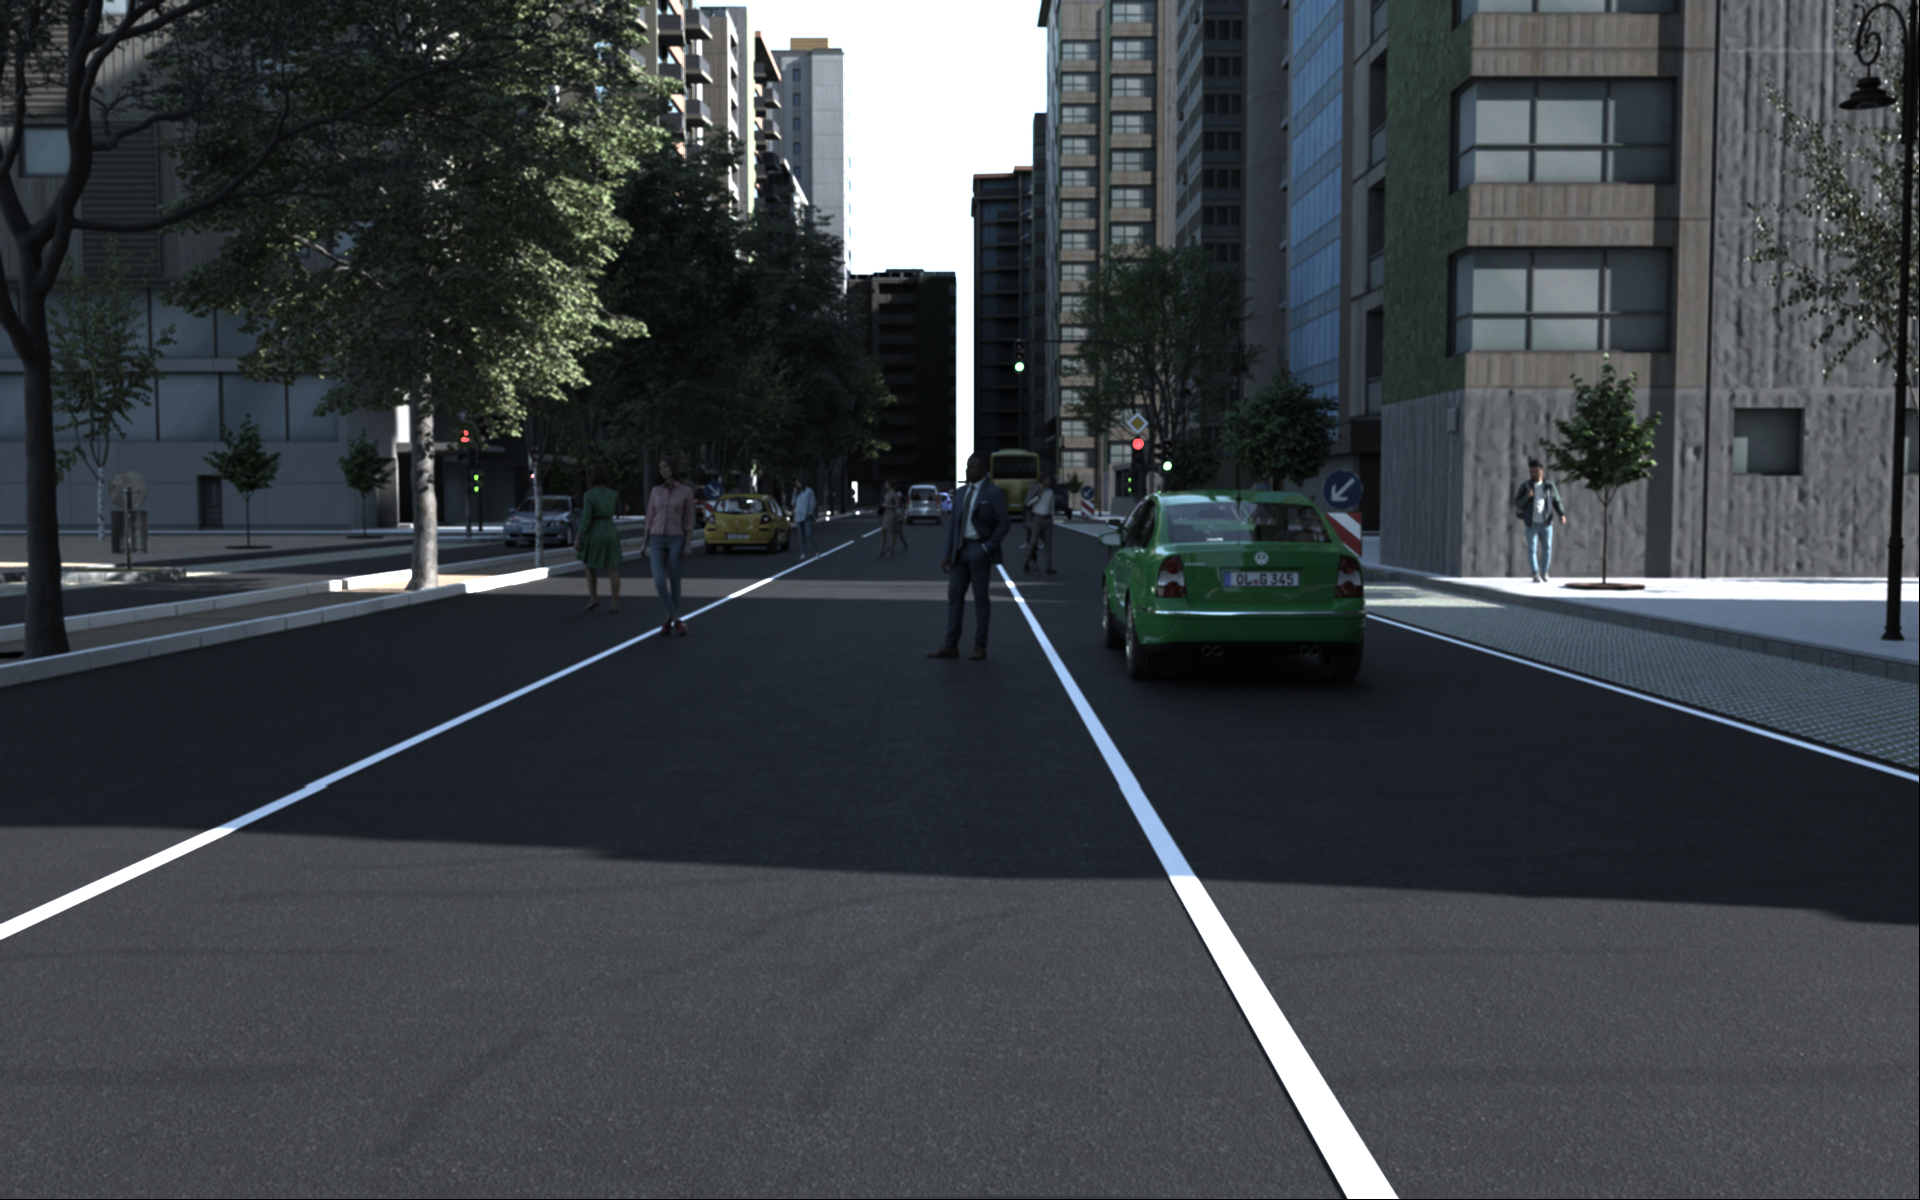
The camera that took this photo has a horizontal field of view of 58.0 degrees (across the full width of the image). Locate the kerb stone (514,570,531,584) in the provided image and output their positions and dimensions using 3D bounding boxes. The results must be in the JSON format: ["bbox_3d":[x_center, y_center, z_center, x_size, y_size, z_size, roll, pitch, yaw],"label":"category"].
[{"bbox_3d":[-7.161,-0.350,27.972,0.120,0.150,1.000,0,3,0],"label":"kerb stone"}]

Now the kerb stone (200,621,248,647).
[{"bbox_3d":[-7.145,0.338,16.675,0.120,0.150,1.000,0,3,0],"label":"kerb stone"}]

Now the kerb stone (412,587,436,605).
[{"bbox_3d":[-7.154,-0.038,22.839,0.120,0.150,1.000,0,3,0],"label":"kerb stone"}]

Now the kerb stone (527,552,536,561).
[{"bbox_3d":[-9.285,-0.919,37.248,0.120,0.150,1.000,0,3,0],"label":"kerb stone"}]

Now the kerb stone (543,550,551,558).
[{"bbox_3d":[-9.282,-0.983,38.270,0.120,0.150,1.000,0,3,0],"label":"kerb stone"}]

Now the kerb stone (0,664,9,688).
[{"bbox_3d":[-7.141,0.589,12.572,0.120,0.150,1.000,0,3,0],"label":"kerb stone"}]

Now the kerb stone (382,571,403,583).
[{"bbox_3d":[-9.274,-0.355,28.006,0.120,0.150,1.000,0,3,0],"label":"kerb stone"}]

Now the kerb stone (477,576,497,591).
[{"bbox_3d":[-7.161,-0.228,25.916,0.120,0.150,1.000,0,3,0],"label":"kerb stone"}]

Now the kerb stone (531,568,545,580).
[{"bbox_3d":[-7.171,-0.415,29.004,0.120,0.150,1.000,0,3,0],"label":"kerb stone"}]

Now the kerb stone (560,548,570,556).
[{"bbox_3d":[-9.299,-1.108,40.313,0.120,0.150,1.000,0,3,0],"label":"kerb stone"}]

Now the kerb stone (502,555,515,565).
[{"bbox_3d":[-9.287,-0.796,35.204,0.120,0.150,1.000,0,3,0],"label":"kerb stone"}]

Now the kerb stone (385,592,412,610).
[{"bbox_3d":[-7.158,0.026,21.814,0.120,0.150,1.000,0,3,0],"label":"kerb stone"}]

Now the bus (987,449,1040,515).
[{"bbox_3d":[2.912,-6.283,94.271,2.896,3.916,12.252,0,4,1],"label":"bus"}]

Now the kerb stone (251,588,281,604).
[{"bbox_3d":[-9.259,-0.042,22.881,0.120,0.150,1.000,0,3,0],"label":"kerb stone"}]

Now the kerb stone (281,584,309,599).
[{"bbox_3d":[-9.266,-0.102,23.903,0.120,0.150,1.000,0,3,0],"label":"kerb stone"}]

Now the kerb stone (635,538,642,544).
[{"bbox_3d":[-9.322,-1.671,49.522,0.120,0.150,1.000,0,3,0],"label":"kerb stone"}]

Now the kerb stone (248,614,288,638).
[{"bbox_3d":[-7.147,0.275,17.697,0.120,0.150,1.000,0,3,0],"label":"kerb stone"}]

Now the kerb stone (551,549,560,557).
[{"bbox_3d":[-9.296,-1.046,39.291,0.120,0.150,1.000,0,3,0],"label":"kerb stone"}]

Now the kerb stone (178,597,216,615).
[{"bbox_3d":[-9.254,0.086,20.837,0.120,0.150,1.000,0,3,0],"label":"kerb stone"}]

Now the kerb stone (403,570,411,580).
[{"bbox_3d":[-9.265,-0.419,29.041,0.120,0.150,1.000,0,3,0],"label":"kerb stone"}]

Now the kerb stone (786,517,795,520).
[{"bbox_3d":[-9.410,-4.527,96.206,0.120,0.150,1.000,0,3,0],"label":"kerb stone"}]

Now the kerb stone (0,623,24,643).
[{"bbox_3d":[-9.241,0.337,16.734,0.120,0.150,1.000,0,3,0],"label":"kerb stone"}]

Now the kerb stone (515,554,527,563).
[{"bbox_3d":[-9.287,-0.858,36.226,0.120,0.150,1.000,0,3,0],"label":"kerb stone"}]

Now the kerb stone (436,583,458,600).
[{"bbox_3d":[-7.158,-0.102,23.868,0.120,0.150,1.000,0,3,0],"label":"kerb stone"}]

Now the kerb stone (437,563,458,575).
[{"bbox_3d":[-9.274,-0.545,31.102,0.120,0.150,1.000,0,3,0],"label":"kerb stone"}]

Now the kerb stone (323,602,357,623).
[{"bbox_3d":[-7.145,0.149,19.762,0.120,0.150,1.000,0,3,0],"label":"kerb stone"}]

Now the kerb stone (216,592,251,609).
[{"bbox_3d":[-9.251,0.021,21.859,0.120,0.150,1.000,0,3,0],"label":"kerb stone"}]

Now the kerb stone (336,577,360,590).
[{"bbox_3d":[-9.261,-0.225,25.954,0.120,0.150,1.000,0,3,0],"label":"kerb stone"}]

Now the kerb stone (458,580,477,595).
[{"bbox_3d":[-7.172,-0.165,24.890,0.120,0.150,1.000,0,3,0],"label":"kerb stone"}]

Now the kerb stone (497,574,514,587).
[{"bbox_3d":[-7.169,-0.290,26.941,0.120,0.150,1.000,0,3,0],"label":"kerb stone"}]

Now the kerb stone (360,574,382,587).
[{"bbox_3d":[-9.263,-0.292,26.976,0.120,0.150,1.000,0,3,0],"label":"kerb stone"}]

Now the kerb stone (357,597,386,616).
[{"bbox_3d":[-7.150,0.090,20.784,0.120,0.150,1.000,0,3,0],"label":"kerb stone"}]

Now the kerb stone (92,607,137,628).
[{"bbox_3d":[-9.248,0.209,18.784,0.120,0.150,1.000,0,3,0],"label":"kerb stone"}]

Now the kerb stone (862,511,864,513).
[{"bbox_3d":[-7.376,-6.464,127.905,0.120,0.150,1.000,0,3,0],"label":"kerb stone"}]

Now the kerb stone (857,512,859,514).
[{"bbox_3d":[-7.370,-6.089,121.753,0.120,0.150,1.000,0,3,0],"label":"kerb stone"}]

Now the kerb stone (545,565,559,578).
[{"bbox_3d":[-7.177,-0.479,30.026,0.120,0.150,1.000,0,3,0],"label":"kerb stone"}]

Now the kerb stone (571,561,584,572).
[{"bbox_3d":[-7.176,-0.604,32.077,0.120,0.150,1.000,0,3,0],"label":"kerb stone"}]

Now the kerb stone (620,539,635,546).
[{"bbox_3d":[-9.311,-1.604,48.496,0.120,0.150,1.000,0,3,0],"label":"kerb stone"}]

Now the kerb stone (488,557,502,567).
[{"bbox_3d":[-9.278,-0.733,34.180,0.120,0.150,1.000,0,3,0],"label":"kerb stone"}]

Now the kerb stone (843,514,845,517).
[{"bbox_3d":[-7.335,-5.150,106.398,0.120,0.150,1.000,0,3,0],"label":"kerb stone"}]

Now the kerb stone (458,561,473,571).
[{"bbox_3d":[-9.279,-0.607,32.124,0.120,0.150,1.000,0,3,0],"label":"kerb stone"}]

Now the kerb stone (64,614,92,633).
[{"bbox_3d":[-9.243,0.271,17.762,0.120,0.150,1.000,0,3,0],"label":"kerb stone"}]

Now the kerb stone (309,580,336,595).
[{"bbox_3d":[-9.267,-0.167,24.932,0.120,0.150,1.000,0,3,0],"label":"kerb stone"}]

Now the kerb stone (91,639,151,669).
[{"bbox_3d":[-7.144,0.464,14.616,0.120,0.150,1.000,0,3,0],"label":"kerb stone"}]

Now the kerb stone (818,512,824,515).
[{"bbox_3d":[-9.466,-5.900,118.755,0.120,0.150,1.000,0,3,0],"label":"kerb stone"}]

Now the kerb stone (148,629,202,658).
[{"bbox_3d":[-7.148,0.400,15.648,0.120,0.150,1.000,0,3,0],"label":"kerb stone"}]

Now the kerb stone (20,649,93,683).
[{"bbox_3d":[-7.140,0.526,13.594,0.120,0.150,1.000,0,3,0],"label":"kerb stone"}]

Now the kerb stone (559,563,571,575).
[{"bbox_3d":[-7.183,-0.540,31.050,0.120,0.150,1.000,0,3,0],"label":"kerb stone"}]

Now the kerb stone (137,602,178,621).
[{"bbox_3d":[-9.257,0.146,19.815,0.120,0.150,1.000,0,3,0],"label":"kerb stone"}]

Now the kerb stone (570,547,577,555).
[{"bbox_3d":[-9.290,-1.170,41.335,0.120,0.150,1.000,0,3,0],"label":"kerb stone"}]

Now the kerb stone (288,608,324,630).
[{"bbox_3d":[-7.146,0.217,18.732,0.120,0.150,1.000,0,3,0],"label":"kerb stone"}]

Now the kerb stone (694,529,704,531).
[{"bbox_3d":[-9.340,-2.455,62.337,0.120,0.150,1.000,0,3,0],"label":"kerb stone"}]

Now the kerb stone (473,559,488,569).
[{"bbox_3d":[-9.276,-0.671,33.158,0.120,0.150,1.000,0,3,0],"label":"kerb stone"}]
